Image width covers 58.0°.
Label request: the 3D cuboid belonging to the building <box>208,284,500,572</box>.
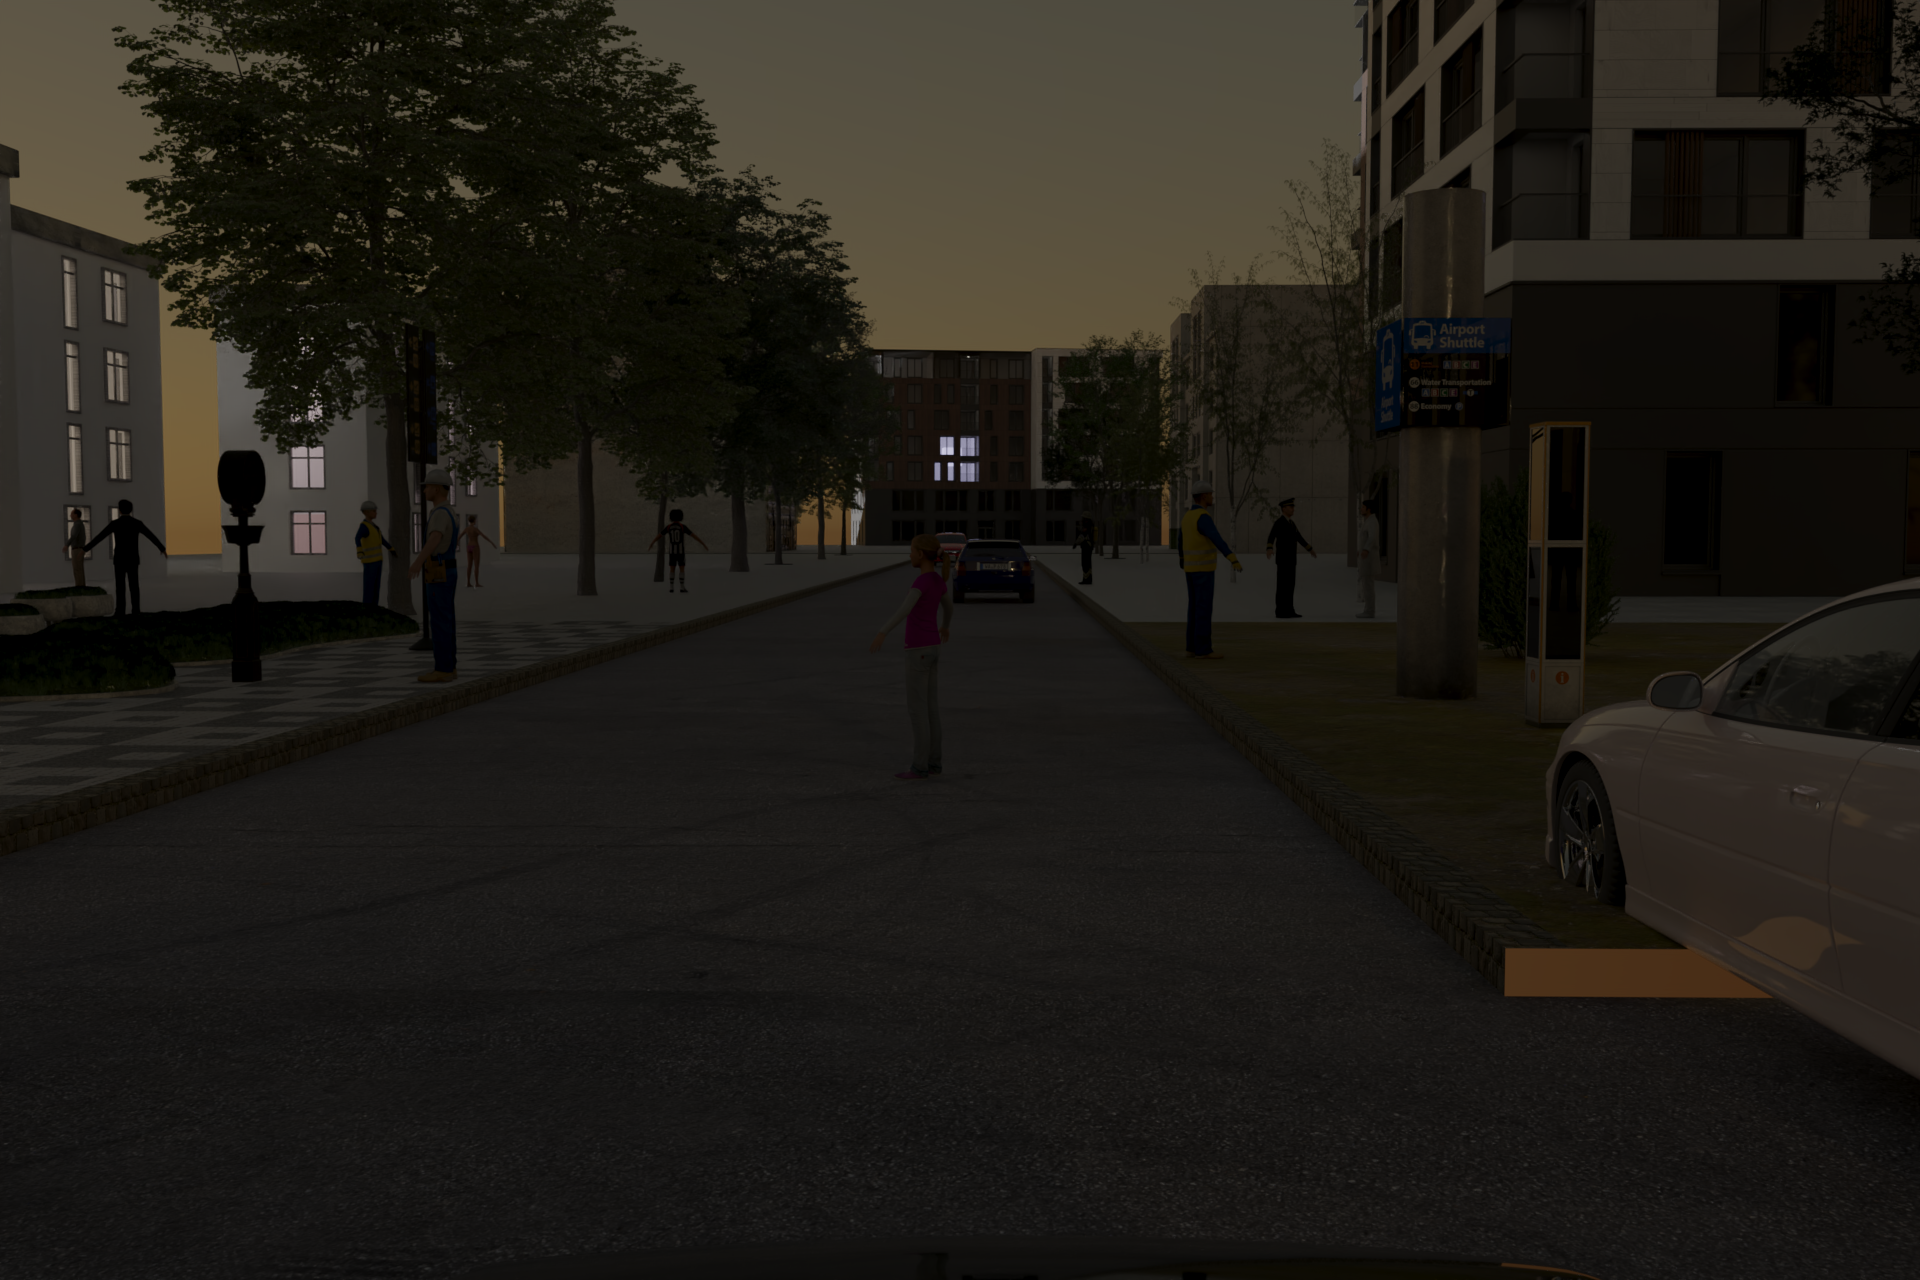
[{"bbox_3d":[-24.031,-7.967,72.404,9.099,9.664,28.070,0,4,2],"label":"building"}]

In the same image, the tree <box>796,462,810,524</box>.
[{"bbox_3d":[-21.302,-17.811,197.863,9.857,13.997,8.962,0,3,0],"label":"tree"}]

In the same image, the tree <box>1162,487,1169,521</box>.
[{"bbox_3d":[25.381,-15.398,202.118,4.737,8.622,4.395,0,3,0],"label":"tree"}]

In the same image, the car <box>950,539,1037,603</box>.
[{"bbox_3d":[0.703,-1.506,37.207,1.945,1.354,3.894,0,4,0],"label":"car"}]

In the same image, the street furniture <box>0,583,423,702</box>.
[{"bbox_3d":[-9.211,-0.152,18.114,5.734,0.657,10.072,0,4,1],"label":"street furniture"}]

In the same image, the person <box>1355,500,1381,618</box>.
[{"bbox_3d":[6.232,-1.245,26.535,0.705,1.806,1.347,1,4,10],"label":"person"}]

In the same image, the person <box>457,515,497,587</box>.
[{"bbox_3d":[-11.775,-2.157,42.066,1.217,1.733,0.721,1,4,23],"label":"person"}]

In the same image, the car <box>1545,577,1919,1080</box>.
[{"bbox_3d":[3.133,0.466,4.748,2.083,1.381,4.827,0,4,1],"label":"car"}]

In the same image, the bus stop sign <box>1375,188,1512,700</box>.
[{"bbox_3d":[3.761,-1.501,13.563,0.837,3.901,0.837,0,4,0],"label":"bus stop sign"}]

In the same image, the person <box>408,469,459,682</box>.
[{"bbox_3d":[-4.564,-0.567,15.132,0.705,1.847,1.347,0,4,-6],"label":"person"}]

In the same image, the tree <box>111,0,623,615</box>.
[{"bbox_3d":[-9.275,-6.657,26.963,7.486,12.596,7.792,0,3,0],"label":"tree"}]

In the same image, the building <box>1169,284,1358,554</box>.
[{"bbox_3d":[25.847,-16.203,131.383,16.747,18.905,31.486,0,4,1],"label":"building"}]

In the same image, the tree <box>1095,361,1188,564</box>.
[{"bbox_3d":[7.801,-7.582,74.335,4.737,8.622,4.395,0,3,0],"label":"tree"}]

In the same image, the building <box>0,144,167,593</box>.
[{"bbox_3d":[-25.098,-5.873,38.171,9.099,9.664,28.070,0,4,2],"label":"building"}]

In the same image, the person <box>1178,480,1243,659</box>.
[{"bbox_3d":[2.519,-0.730,17.900,0.705,1.833,1.349,-1,4,-17],"label":"person"}]

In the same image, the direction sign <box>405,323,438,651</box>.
[{"bbox_3d":[-5.922,-1.659,19.118,0.379,3.537,0.876,0,4,2],"label":"direction sign"}]

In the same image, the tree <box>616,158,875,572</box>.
[{"bbox_3d":[-7.551,-9.280,58.380,9.857,13.997,8.962,0,3,0],"label":"tree"}]

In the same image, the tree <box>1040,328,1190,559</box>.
[{"bbox_3d":[7.966,-9.959,88.584,9.928,11.665,9.643,0,3,0],"label":"tree"}]

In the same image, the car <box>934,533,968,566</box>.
[{"bbox_3d":[-0.428,-4.114,76.297,2.155,1.783,4.494,0,4,2],"label":"car"}]

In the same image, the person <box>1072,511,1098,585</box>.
[{"bbox_3d":[3.197,-2.339,44.020,0.705,1.856,1.354,2,4,24],"label":"person"}]

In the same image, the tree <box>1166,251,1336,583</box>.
[{"bbox_3d":[7.057,-5.831,45.692,4.360,8.622,3.978,0,3,0],"label":"tree"}]

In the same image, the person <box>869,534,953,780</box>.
[{"bbox_3d":[-0.269,0.094,10.191,0.599,1.433,0.991,2,4,24],"label":"person"}]

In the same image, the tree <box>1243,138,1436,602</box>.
[{"bbox_3d":[7.674,-5.025,32.518,4.360,8.622,3.978,0,3,0],"label":"tree"}]

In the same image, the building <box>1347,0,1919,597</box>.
[{"bbox_3d":[25.393,-12.650,50.810,27.936,21.610,32.646,0,4,1],"label":"building"}]

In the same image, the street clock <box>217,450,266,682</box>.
[{"bbox_3d":[-6.204,-0.639,15.011,0.358,2.002,0.471,0,4,1],"label":"street clock"}]

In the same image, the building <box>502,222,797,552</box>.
[{"bbox_3d":[-22.577,-18.281,129.823,19.493,23.208,18.063,0,4,1],"label":"building"}]

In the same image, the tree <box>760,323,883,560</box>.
[{"bbox_3d":[-7.219,-10.317,86.805,7.486,12.596,7.792,0,3,0],"label":"tree"}]

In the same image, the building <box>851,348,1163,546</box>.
[{"bbox_3d":[4.332,-21.766,202.311,32.646,21.610,27.936,0,4,-7],"label":"building"}]

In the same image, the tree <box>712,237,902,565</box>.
[{"bbox_3d":[-7.560,-9.875,71.834,12.009,13.543,11.850,0,3,0],"label":"tree"}]

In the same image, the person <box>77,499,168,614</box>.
[{"bbox_3d":[-12.646,-1.227,26.244,0.705,1.806,1.347,3,5,41],"label":"person"}]

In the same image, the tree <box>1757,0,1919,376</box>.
[{"bbox_3d":[14.125,-5.238,20.048,8.767,10.594,7.601,-1,4,-9],"label":"tree"}]

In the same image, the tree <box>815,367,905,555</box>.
[{"bbox_3d":[-6.858,-10.894,103.878,9.928,11.665,9.643,0,3,0],"label":"tree"}]

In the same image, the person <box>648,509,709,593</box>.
[{"bbox_3d":[-6.187,-1.944,37.922,1.345,1.843,0.704,0,4,5],"label":"person"}]

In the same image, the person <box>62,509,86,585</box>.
[{"bbox_3d":[-18.101,-1.787,35.481,0.705,1.796,1.348,-1,4,-14],"label":"person"}]

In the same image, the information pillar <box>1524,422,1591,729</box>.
[{"bbox_3d":[3.962,-0.429,11.500,0.304,2.012,0.304,0,4,-1],"label":"information pillar"}]

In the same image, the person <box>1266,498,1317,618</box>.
[{"bbox_3d":[5.017,-1.257,26.480,0.705,1.837,1.347,3,5,42],"label":"person"}]

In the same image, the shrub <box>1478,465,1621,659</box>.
[{"bbox_3d":[5.947,-0.843,17.831,1.661,2.075,1.752,0,3,0],"label":"shrub"}]

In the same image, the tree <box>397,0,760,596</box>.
[{"bbox_3d":[-8.230,-7.209,36.000,7.486,12.596,7.792,0,3,0],"label":"tree"}]

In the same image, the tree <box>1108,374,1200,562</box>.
[{"bbox_3d":[8.956,-7.956,80.438,4.737,8.622,4.395,0,3,0],"label":"tree"}]

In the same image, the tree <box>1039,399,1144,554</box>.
[{"bbox_3d":[8.841,-10.758,110.302,8.767,10.594,7.601,1,4,15],"label":"tree"}]

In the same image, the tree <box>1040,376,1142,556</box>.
[{"bbox_3d":[7.919,-10.137,100.150,7.601,10.594,8.767,-2,4,-31],"label":"tree"}]

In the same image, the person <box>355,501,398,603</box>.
[{"bbox_3d":[-8.574,-1.162,25.456,0.721,1.772,1.216,0,4,6],"label":"person"}]

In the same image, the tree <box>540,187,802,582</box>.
[{"bbox_3d":[-7.723,-6.831,46.103,7.601,10.594,8.767,0,4,-8],"label":"tree"}]

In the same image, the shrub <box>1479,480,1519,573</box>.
[{"bbox_3d":[7.172,-1.179,23.703,1.690,2.028,1.600,0,3,0],"label":"shrub"}]
